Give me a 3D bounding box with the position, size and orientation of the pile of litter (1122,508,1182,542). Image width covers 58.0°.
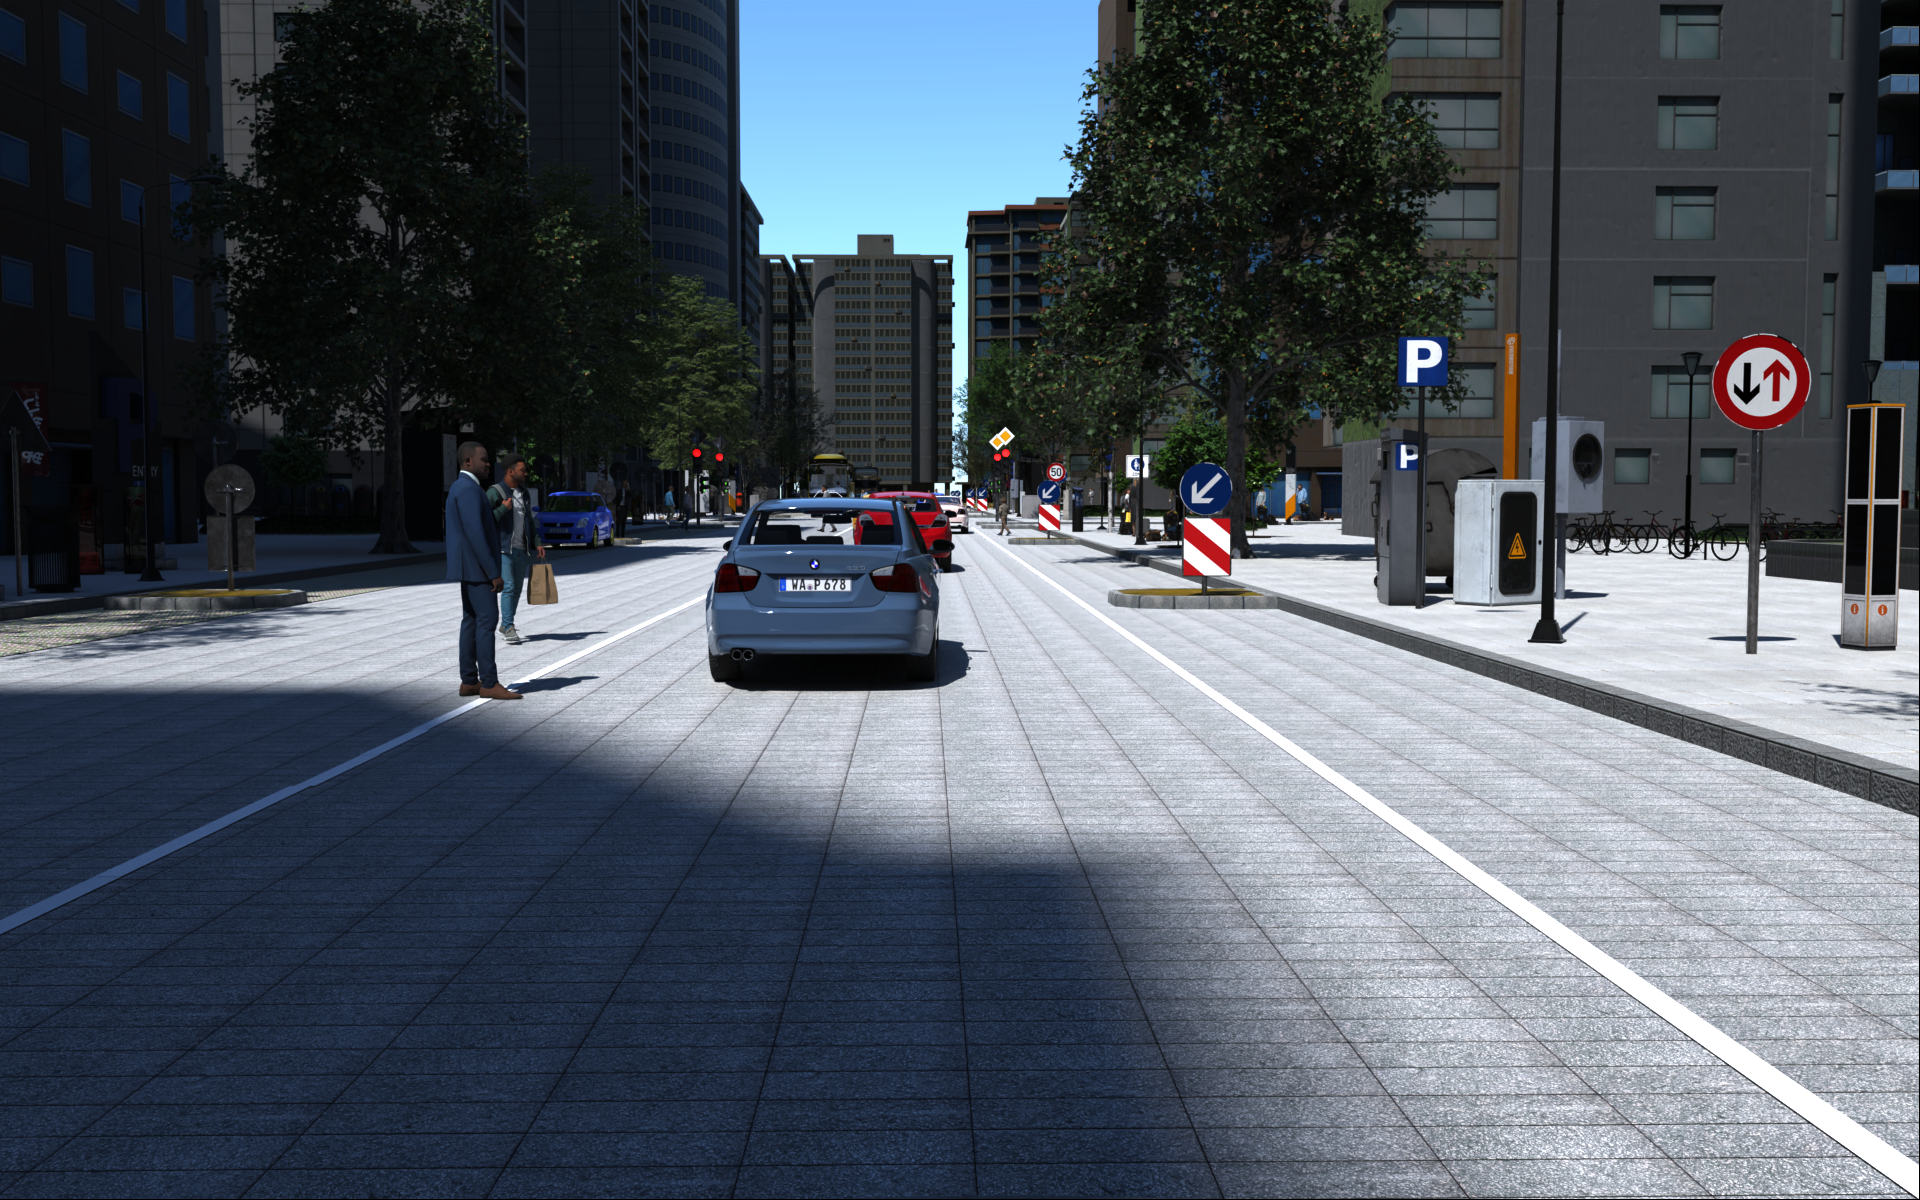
[{"bbox_3d":[5.547,-2.047,47.428,1.719,0.858,1.176,-2,4,-35],"label":"pile of litter"}]

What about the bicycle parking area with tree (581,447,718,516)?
[{"bbox_3d":[-20.542,-7.237,105.319,8.231,4.147,9.016,1,4,19],"label":"bicycle parking area with tree"}]

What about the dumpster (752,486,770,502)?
[{"bbox_3d":[-14.227,-7.224,123.878,1.264,1.857,1.865,0,4,-1],"label":"dumpster"}]

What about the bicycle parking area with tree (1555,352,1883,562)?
[{"bbox_3d":[17.129,-3.017,36.323,8.231,4.147,9.016,-1,4,-11],"label":"bicycle parking area with tree"}]

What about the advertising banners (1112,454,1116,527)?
[{"bbox_3d":[6.077,-4.418,68.416,0.090,3.025,2.074,1,4,9],"label":"advertising banners"}]

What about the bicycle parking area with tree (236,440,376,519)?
[{"bbox_3d":[-31.955,-6.209,88.516,9.016,4.147,8.231,3,5,41],"label":"bicycle parking area with tree"}]

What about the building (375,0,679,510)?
[{"bbox_3d":[-33.887,-42.950,140.488,20.563,71.187,20.611,0,4,-1],"label":"building"}]

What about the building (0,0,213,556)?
[{"bbox_3d":[-26.395,-23.677,37.227,14.600,45.320,14.200,0,4,-1],"label":"building"}]

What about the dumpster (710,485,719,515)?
[{"bbox_3d":[-15.269,-6.038,104.478,1.264,1.857,1.865,0,4,-1],"label":"dumpster"}]

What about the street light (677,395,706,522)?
[{"bbox_3d":[-12.537,-6.627,80.886,1.470,5.913,1.316,0,4,-1],"label":"street light"}]

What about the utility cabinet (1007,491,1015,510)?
[{"bbox_3d":[3.997,-7.962,138.853,0.318,1.500,1.173,3,5,41],"label":"utility cabinet"}]

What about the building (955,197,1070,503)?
[{"bbox_3d":[13.716,-36.911,258.117,28.867,44.769,22.147,0,4,-1],"label":"building"}]

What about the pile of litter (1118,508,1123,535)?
[{"bbox_3d":[5.512,-2.494,54.746,1.176,0.858,1.719,1,4,18],"label":"pile of litter"}]

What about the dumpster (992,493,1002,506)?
[{"bbox_3d":[3.552,-9.093,154.428,1.264,1.857,1.865,0,4,-1],"label":"dumpster"}]

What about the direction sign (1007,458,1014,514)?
[{"bbox_3d":[3.104,-7.175,109.310,0.379,3.537,0.876,-3,5,-40],"label":"direction sign"}]

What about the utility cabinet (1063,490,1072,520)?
[{"bbox_3d":[5.387,-4.693,85.403,0.318,1.500,1.173,1,4,21],"label":"utility cabinet"}]

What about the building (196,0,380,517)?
[{"bbox_3d":[-35.291,-40.755,104.599,20.563,71.187,20.611,0,4,-1],"label":"building"}]

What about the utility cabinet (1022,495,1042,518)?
[{"bbox_3d":[3.793,-4.914,91.507,1.020,1.237,0.306,0,4,-2],"label":"utility cabinet"}]

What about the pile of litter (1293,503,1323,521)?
[{"bbox_3d":[16.295,-4.161,82.002,1.719,0.858,1.176,2,4,25],"label":"pile of litter"}]

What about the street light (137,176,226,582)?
[{"bbox_3d":[-11.404,-3.233,25.406,1.470,5.913,1.316,0,4,-1],"label":"street light"}]

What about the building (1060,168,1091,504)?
[{"bbox_3d":[25.426,-31.778,211.446,32.217,40.220,23.993,0,4,-1],"label":"building"}]

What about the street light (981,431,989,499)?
[{"bbox_3d":[2.267,-9.406,126.334,1.470,5.913,1.316,0,4,-1],"label":"street light"}]

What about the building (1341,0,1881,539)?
[{"bbox_3d":[19.003,-22.726,55.161,14.154,41.232,14.086,0,4,-1],"label":"building"}]

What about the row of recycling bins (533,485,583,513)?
[{"bbox_3d":[-18.349,-4.504,80.747,3.534,1.692,1.069,1,4,8],"label":"row of recycling bins"}]

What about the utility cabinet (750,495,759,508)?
[{"bbox_3d":[-14.294,-6.677,120.338,0.306,1.237,1.020,-2,4,-29],"label":"utility cabinet"}]

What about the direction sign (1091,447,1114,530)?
[{"bbox_3d":[5.143,-4.323,62.673,0.876,3.537,0.379,2,4,28],"label":"direction sign"}]

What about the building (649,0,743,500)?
[{"bbox_3d":[-33.281,-38.304,168.275,21.231,58.520,28.212,0,4,-1],"label":"building"}]

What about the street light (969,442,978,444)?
[{"bbox_3d":[1.527,-11.178,155.301,1.470,5.913,1.316,0,4,-1],"label":"street light"}]

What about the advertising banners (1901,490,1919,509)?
[{"bbox_3d":[39.158,-4.628,71.856,0.090,3.025,2.074,-2,4,-34],"label":"advertising banners"}]

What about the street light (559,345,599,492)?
[{"bbox_3d":[-11.929,-4.986,54.070,1.470,5.913,1.316,0,4,-1],"label":"street light"}]

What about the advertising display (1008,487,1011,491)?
[{"bbox_3d":[4.453,-9.012,152.561,0.123,1.923,0.974,1,4,18],"label":"advertising display"}]

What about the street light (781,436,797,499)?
[{"bbox_3d":[-13.695,-10.137,138.272,1.470,5.913,1.316,0,4,-1],"label":"street light"}]

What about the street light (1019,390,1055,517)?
[{"bbox_3d":[3.356,-6.094,72.180,1.470,5.913,1.316,0,4,-1],"label":"street light"}]

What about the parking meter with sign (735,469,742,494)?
[{"bbox_3d":[-15.850,-7.778,123.438,0.543,3.016,1.738,1,4,11],"label":"parking meter with sign"}]

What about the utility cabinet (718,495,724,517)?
[{"bbox_3d":[-13.420,-5.274,97.390,0.306,1.237,1.020,-1,4,-12],"label":"utility cabinet"}]

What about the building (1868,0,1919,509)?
[{"bbox_3d":[54.209,-48.054,98.357,31.000,86.520,22.319,0,4,-1],"label":"building"}]

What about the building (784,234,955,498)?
[{"bbox_3d":[-12.801,-34.876,262.100,23.993,40.220,32.217,0,4,-1],"label":"building"}]

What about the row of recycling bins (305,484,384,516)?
[{"bbox_3d":[-24.950,-3.907,70.993,3.534,1.692,1.069,-1,4,-19],"label":"row of recycling bins"}]

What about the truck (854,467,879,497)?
[{"bbox_3d":[-9.895,-11.848,182.635,2.839,4.237,11.283,0,4,-2],"label":"truck"}]

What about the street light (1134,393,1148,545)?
[{"bbox_3d":[4.020,-4.341,43.519,1.470,5.913,1.316,0,4,-1],"label":"street light"}]

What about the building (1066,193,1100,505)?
[{"bbox_3d":[17.215,-24.275,168.601,14.160,30.474,14.107,0,4,-1],"label":"building"}]

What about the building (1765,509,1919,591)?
[{"bbox_3d":[22.481,-28.904,14.575,21.231,58.520,28.212,0,4,-1],"label":"building"}]

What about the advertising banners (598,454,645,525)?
[{"bbox_3d":[-13.891,-4.561,70.753,2.074,3.025,0.090,-2,4,-28],"label":"advertising banners"}]

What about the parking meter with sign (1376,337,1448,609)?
[{"bbox_3d":[5.173,-1.459,20.109,0.543,3.016,1.738,0,4,3],"label":"parking meter with sign"}]

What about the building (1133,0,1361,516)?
[{"bbox_3d":[19.095,-26.815,122.026,14.154,41.232,14.086,0,4,-1],"label":"building"}]

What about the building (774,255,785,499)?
[{"bbox_3d":[-37.034,-34.854,261.749,23.993,40.220,32.217,0,4,-1],"label":"building"}]

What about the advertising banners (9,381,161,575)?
[{"bbox_3d":[-13.816,-1.910,27.410,2.074,3.025,0.090,-2,4,-32],"label":"advertising banners"}]

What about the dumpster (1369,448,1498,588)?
[{"bbox_3d":[6.239,-1.043,22.816,1.264,1.857,1.865,0,4,-1],"label":"dumpster"}]

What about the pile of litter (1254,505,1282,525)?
[{"bbox_3d":[12.440,-3.534,71.749,1.719,0.858,1.176,1,4,14],"label":"pile of litter"}]

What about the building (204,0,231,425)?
[{"bbox_3d":[-32.225,-22.721,55.086,14.086,41.232,14.154,0,4,-1],"label":"building"}]

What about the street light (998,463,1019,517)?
[{"bbox_3d":[2.786,-7.634,97.359,1.470,5.913,1.316,0,4,-1],"label":"street light"}]

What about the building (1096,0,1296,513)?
[{"bbox_3d":[18.986,-30.208,144.005,14.600,45.320,14.200,0,4,-1],"label":"building"}]

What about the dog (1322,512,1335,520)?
[{"bbox_3d":[18.005,-4.096,84.707,0.550,0.427,0.748,-1,4,-18],"label":"dog"}]

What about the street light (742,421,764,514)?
[{"bbox_3d":[-13.109,-8.383,109.610,1.470,5.913,1.316,0,4,-1],"label":"street light"}]

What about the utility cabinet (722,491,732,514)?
[{"bbox_3d":[-14.843,-6.199,110.034,0.318,1.500,1.173,1,4,20],"label":"utility cabinet"}]

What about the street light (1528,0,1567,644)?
[{"bbox_3d":[4.550,-2.587,14.834,1.470,5.913,1.316,0,4,-1],"label":"street light"}]

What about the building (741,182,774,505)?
[{"bbox_3d":[-35.916,-31.417,205.541,23.993,40.220,32.217,0,4,-1],"label":"building"}]

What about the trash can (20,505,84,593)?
[{"bbox_3d":[-11.829,-0.670,22.604,0.748,1.137,0.748,0,3,0],"label":"trash can"}]

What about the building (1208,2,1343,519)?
[{"bbox_3d":[20.768,-27.274,96.046,14.200,45.320,14.600,0,4,-1],"label":"building"}]
